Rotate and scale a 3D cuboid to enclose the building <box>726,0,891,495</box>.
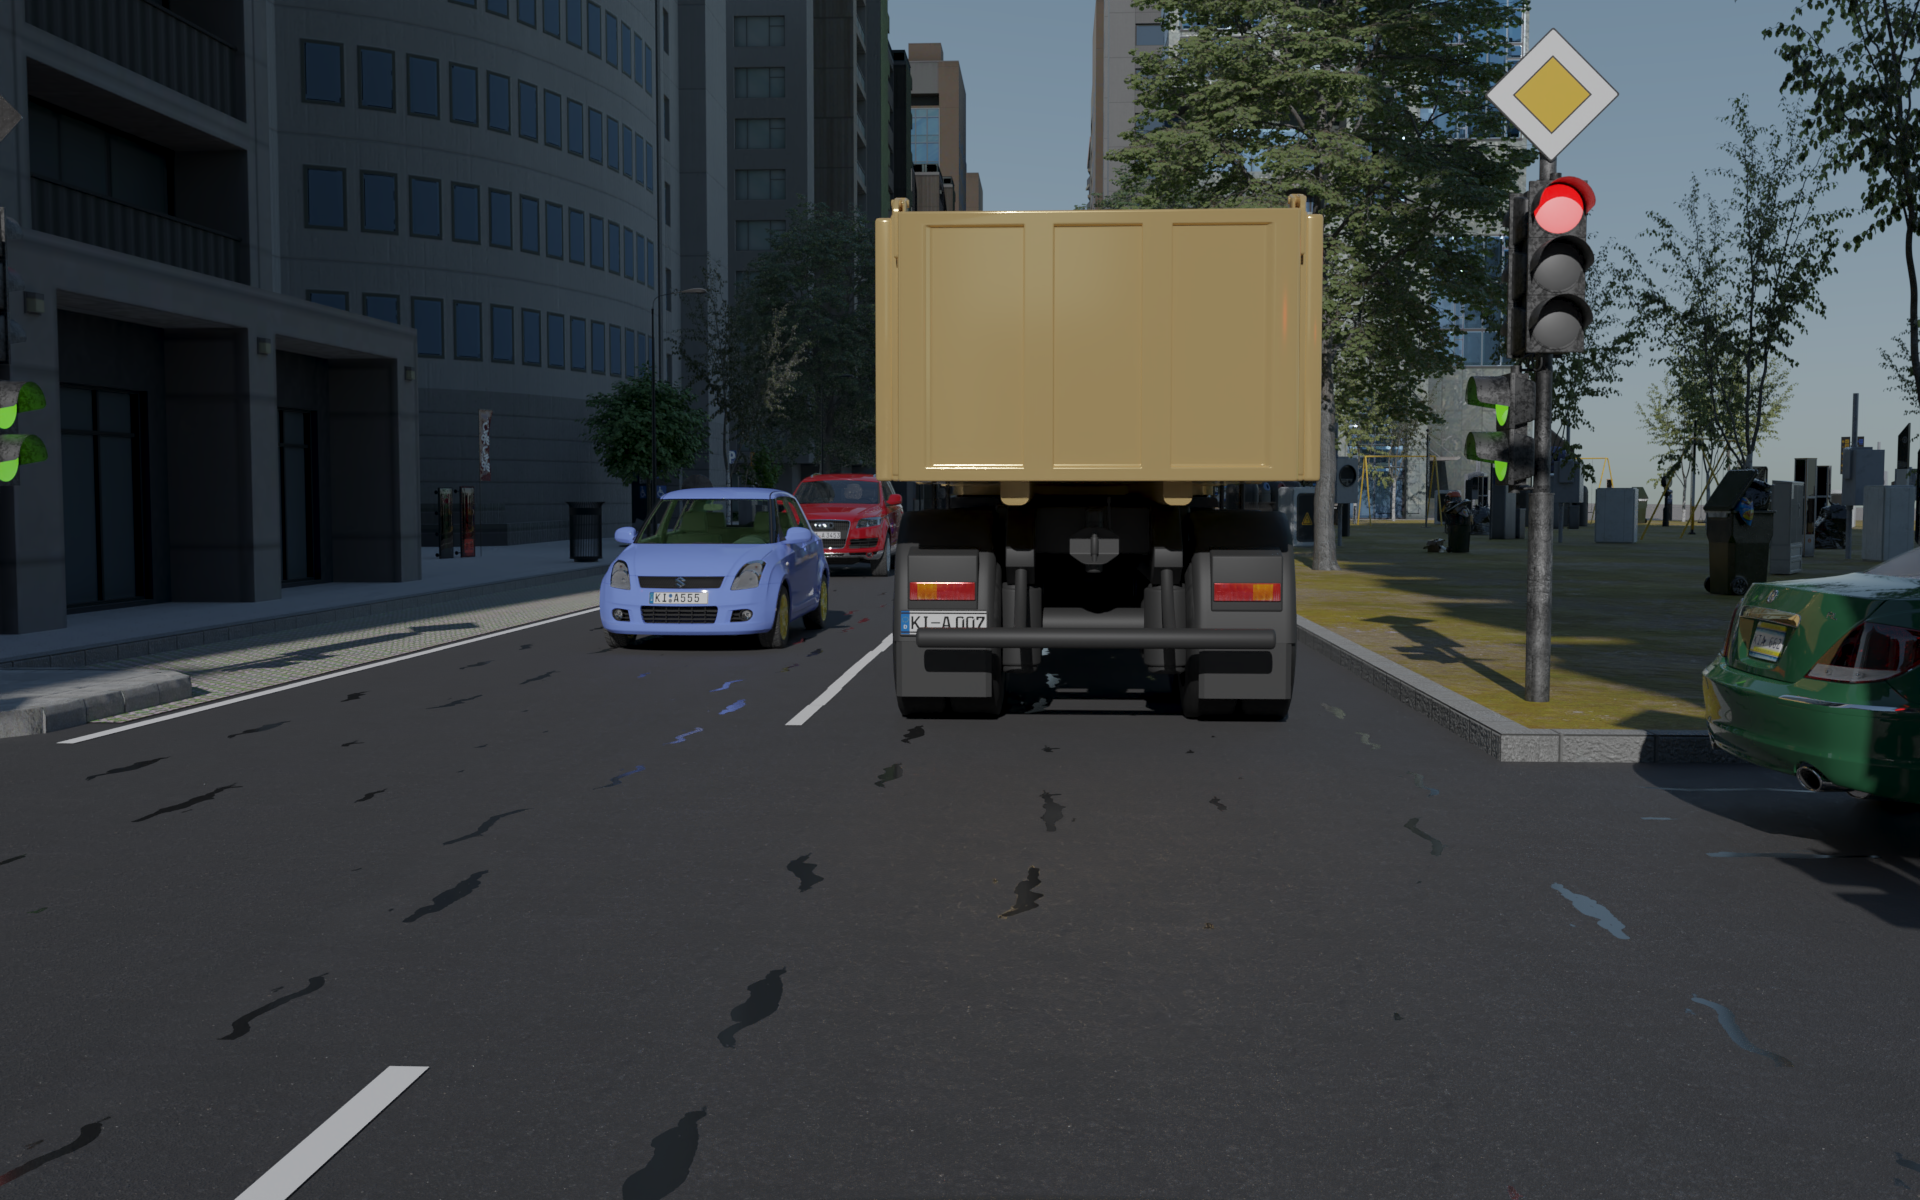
[{"bbox_3d":[-11.421,-25.075,93.566,14.154,41.232,14.086,0,4,3],"label":"building"}]

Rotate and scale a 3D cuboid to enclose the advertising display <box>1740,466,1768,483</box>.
[{"bbox_3d":[18.251,-2.118,39.849,0.974,1.923,0.123,-3,4,-36],"label":"advertising display"}]

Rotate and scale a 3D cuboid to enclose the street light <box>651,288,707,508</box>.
[{"bbox_3d":[-6.407,-4.081,39.258,1.470,5.913,1.316,0,4,3],"label":"street light"}]

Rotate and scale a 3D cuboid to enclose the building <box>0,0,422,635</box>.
[{"bbox_3d":[-18.478,-35.566,19.757,20.563,71.187,20.611,0,4,3],"label":"building"}]

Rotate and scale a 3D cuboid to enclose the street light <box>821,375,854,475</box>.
[{"bbox_3d":[-4.828,-5.805,67.450,1.470,5.913,1.316,0,4,3],"label":"street light"}]

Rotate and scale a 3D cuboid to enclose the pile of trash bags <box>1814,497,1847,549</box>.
[{"bbox_3d":[19.840,-1.892,40.687,1.912,1.369,3.447,2,4,31],"label":"pile of trash bags"}]

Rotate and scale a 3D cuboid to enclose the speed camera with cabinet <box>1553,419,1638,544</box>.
[{"bbox_3d":[16.686,-3.126,45.441,2.038,3.252,0.660,2,4,30],"label":"speed camera with cabinet"}]

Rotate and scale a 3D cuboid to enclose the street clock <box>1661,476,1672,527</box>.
[{"bbox_3d":[27.874,-3.902,68.361,0.471,2.002,0.358,-3,4,-38],"label":"street clock"}]

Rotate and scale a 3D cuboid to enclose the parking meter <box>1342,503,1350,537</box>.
[{"bbox_3d":[11.615,-2.846,52.239,0.255,1.863,0.399,1,4,23],"label":"parking meter"}]

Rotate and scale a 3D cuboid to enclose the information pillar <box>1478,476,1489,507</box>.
[{"bbox_3d":[21.507,-4.081,71.218,0.304,2.012,0.304,-1,4,-21],"label":"information pillar"}]

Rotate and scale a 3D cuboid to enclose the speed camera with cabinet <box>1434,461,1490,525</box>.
[{"bbox_3d":[20.917,-4.772,72.355,2.038,3.252,0.660,2,4,31],"label":"speed camera with cabinet"}]

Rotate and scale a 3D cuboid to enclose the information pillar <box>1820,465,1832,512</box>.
[{"bbox_3d":[22.202,-2.451,44.562,0.304,2.012,0.304,3,5,40],"label":"information pillar"}]

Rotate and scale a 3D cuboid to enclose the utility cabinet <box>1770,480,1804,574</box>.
[{"bbox_3d":[13.273,-1.168,27.771,0.318,1.500,1.173,2,4,34],"label":"utility cabinet"}]

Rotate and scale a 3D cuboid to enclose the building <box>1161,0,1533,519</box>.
[{"bbox_3d":[20.717,-48.225,101.144,22.319,86.520,31.000,0,4,3],"label":"building"}]

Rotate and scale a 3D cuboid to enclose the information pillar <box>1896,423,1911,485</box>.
[{"bbox_3d":[31.089,-4.021,57.090,0.183,3.616,0.504,-1,4,-12],"label":"information pillar"}]

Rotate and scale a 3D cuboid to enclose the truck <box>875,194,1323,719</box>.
[{"bbox_3d":[1.059,-1.147,14.686,3.469,3.379,9.791,0,4,3],"label":"truck"}]

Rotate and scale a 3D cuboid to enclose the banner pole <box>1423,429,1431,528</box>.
[{"bbox_3d":[17.884,-4.661,66.220,0.401,3.779,0.863,0,4,7],"label":"banner pole"}]

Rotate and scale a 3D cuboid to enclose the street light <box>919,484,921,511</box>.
[{"bbox_3d":[-2.138,-8.756,115.697,1.470,5.913,1.316,0,4,3],"label":"street light"}]

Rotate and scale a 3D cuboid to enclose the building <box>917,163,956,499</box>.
[{"bbox_3d":[-7.773,-23.217,151.293,14.160,30.474,14.107,0,4,3],"label":"building"}]

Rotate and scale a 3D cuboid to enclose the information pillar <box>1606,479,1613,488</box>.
[{"bbox_3d":[31.488,-4.865,84.027,0.304,2.012,0.304,1,4,20],"label":"information pillar"}]

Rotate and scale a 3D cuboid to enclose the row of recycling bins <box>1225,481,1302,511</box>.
[{"bbox_3d":[7.968,-2.351,45.558,1.069,1.692,3.534,2,4,35],"label":"row of recycling bins"}]

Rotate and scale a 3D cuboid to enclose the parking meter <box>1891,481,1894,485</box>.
[{"bbox_3d":[37.978,-3.948,70.269,0.255,1.863,0.399,-1,4,-11],"label":"parking meter"}]

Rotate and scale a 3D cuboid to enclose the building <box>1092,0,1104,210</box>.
[{"bbox_3d":[18.737,-30.799,153.679,14.600,45.320,14.200,0,4,3],"label":"building"}]

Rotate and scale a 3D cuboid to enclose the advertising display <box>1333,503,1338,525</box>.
[{"bbox_3d":[15.405,-4.033,71.152,0.123,1.923,0.974,-1,4,-21],"label":"advertising display"}]

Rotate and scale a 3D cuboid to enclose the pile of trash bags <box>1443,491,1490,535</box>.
[{"bbox_3d":[16.470,-2.815,55.774,1.912,1.369,3.447,-1,4,-9],"label":"pile of trash bags"}]

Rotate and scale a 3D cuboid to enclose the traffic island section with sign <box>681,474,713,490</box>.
[{"bbox_3d":[-5.196,-1.550,33.963,1.989,1.847,2.006,0,4,3],"label":"traffic island section with sign"}]

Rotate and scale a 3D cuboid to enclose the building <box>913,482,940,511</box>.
[{"bbox_3d":[-16.057,-17.429,130.003,27.650,21.520,28.899,0,4,3],"label":"building"}]

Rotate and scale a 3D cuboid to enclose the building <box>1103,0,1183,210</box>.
[{"bbox_3d":[21.418,-36.058,131.555,21.231,58.520,28.212,0,4,3],"label":"building"}]

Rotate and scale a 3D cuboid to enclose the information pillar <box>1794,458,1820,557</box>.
[{"bbox_3d":[17.182,-1.881,35.241,0.304,2.012,0.304,-2,4,-25],"label":"information pillar"}]

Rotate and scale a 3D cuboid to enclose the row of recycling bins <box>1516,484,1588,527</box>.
[{"bbox_3d":[23.327,-3.751,68.440,3.534,1.692,1.069,-1,4,-21],"label":"row of recycling bins"}]

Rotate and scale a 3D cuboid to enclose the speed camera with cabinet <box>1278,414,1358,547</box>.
[{"bbox_3d":[8.736,-2.927,42.190,2.038,3.252,0.660,-2,4,-28],"label":"speed camera with cabinet"}]

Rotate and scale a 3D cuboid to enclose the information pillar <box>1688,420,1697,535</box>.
[{"bbox_3d":[23.261,-3.890,54.954,0.183,3.616,0.504,1,4,16],"label":"information pillar"}]

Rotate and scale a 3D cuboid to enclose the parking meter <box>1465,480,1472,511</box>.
[{"bbox_3d":[20.862,-3.997,71.060,0.255,1.863,0.399,1,4,12],"label":"parking meter"}]

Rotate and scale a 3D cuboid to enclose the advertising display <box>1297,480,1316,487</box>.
[{"bbox_3d":[11.016,-3.002,54.294,0.974,1.923,0.123,0,4,-4],"label":"advertising display"}]

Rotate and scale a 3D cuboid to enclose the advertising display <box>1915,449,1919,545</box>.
[{"bbox_3d":[13.328,-1.105,23.273,0.123,1.923,0.974,-2,4,-26],"label":"advertising display"}]

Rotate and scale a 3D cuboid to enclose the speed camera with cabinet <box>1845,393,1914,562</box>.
[{"bbox_3d":[17.656,-2.384,33.306,0.660,3.252,2.038,0,4,6],"label":"speed camera with cabinet"}]

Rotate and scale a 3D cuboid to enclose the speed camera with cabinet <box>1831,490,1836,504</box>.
[{"bbox_3d":[34.109,-4.375,65.863,2.038,3.252,0.660,2,4,33],"label":"speed camera with cabinet"}]

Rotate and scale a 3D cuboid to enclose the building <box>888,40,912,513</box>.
[{"bbox_3d":[-10.503,-20.565,107.936,14.160,30.474,14.107,0,4,3],"label":"building"}]

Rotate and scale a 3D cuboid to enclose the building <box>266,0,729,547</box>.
[{"bbox_3d":[-20.239,-31.232,52.637,21.231,58.520,28.212,0,4,3],"label":"building"}]

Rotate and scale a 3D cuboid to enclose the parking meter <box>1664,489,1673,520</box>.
[{"bbox_3d":[34.614,-4.661,84.620,0.372,1.533,0.369,0,3,0],"label":"parking meter"}]

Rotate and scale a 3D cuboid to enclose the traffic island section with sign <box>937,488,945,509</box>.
[{"bbox_3d":[-1.124,-6.153,109.232,1.989,1.847,2.006,0,4,3],"label":"traffic island section with sign"}]

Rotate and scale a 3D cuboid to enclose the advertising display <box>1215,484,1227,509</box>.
[{"bbox_3d":[10.871,-4.062,71.623,0.974,1.923,0.123,-2,4,-29],"label":"advertising display"}]
